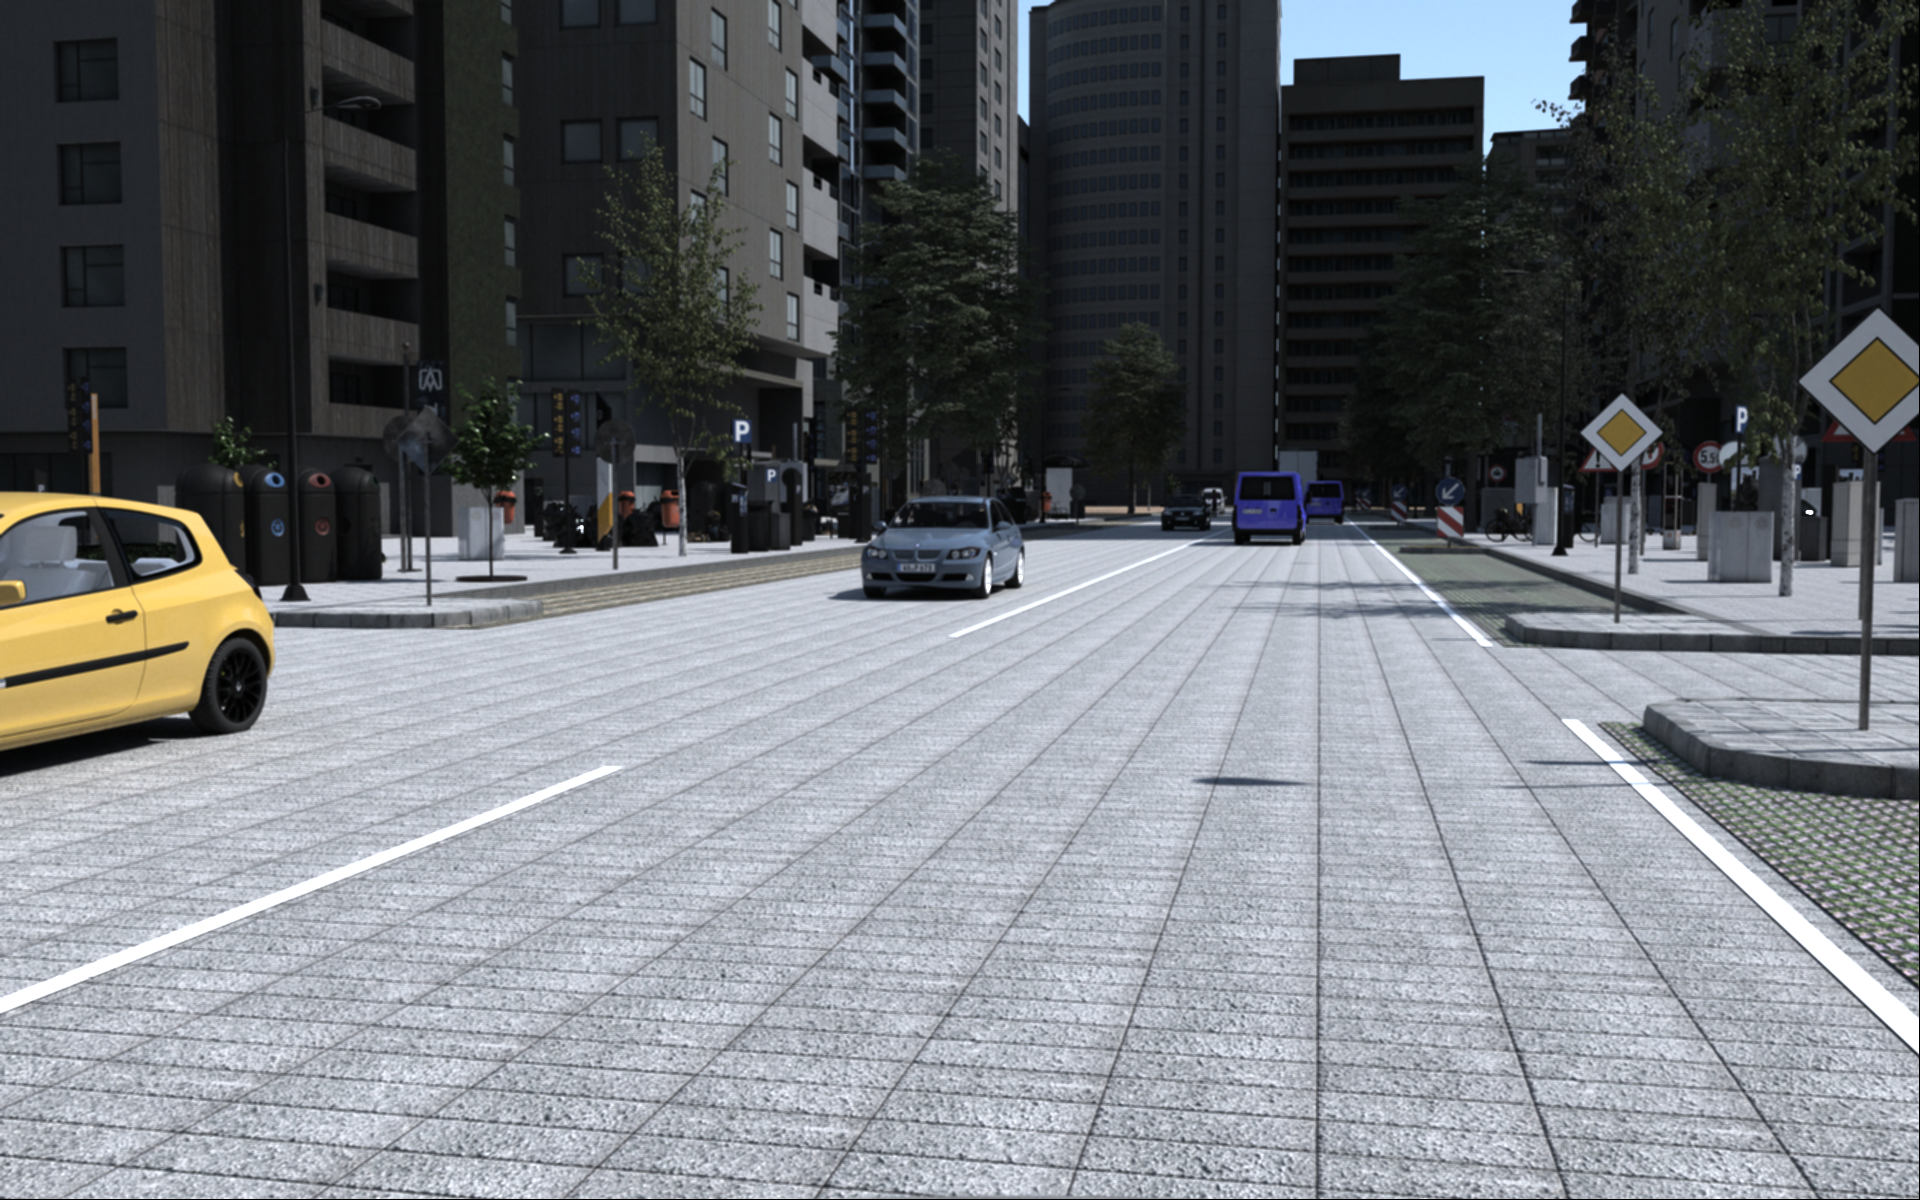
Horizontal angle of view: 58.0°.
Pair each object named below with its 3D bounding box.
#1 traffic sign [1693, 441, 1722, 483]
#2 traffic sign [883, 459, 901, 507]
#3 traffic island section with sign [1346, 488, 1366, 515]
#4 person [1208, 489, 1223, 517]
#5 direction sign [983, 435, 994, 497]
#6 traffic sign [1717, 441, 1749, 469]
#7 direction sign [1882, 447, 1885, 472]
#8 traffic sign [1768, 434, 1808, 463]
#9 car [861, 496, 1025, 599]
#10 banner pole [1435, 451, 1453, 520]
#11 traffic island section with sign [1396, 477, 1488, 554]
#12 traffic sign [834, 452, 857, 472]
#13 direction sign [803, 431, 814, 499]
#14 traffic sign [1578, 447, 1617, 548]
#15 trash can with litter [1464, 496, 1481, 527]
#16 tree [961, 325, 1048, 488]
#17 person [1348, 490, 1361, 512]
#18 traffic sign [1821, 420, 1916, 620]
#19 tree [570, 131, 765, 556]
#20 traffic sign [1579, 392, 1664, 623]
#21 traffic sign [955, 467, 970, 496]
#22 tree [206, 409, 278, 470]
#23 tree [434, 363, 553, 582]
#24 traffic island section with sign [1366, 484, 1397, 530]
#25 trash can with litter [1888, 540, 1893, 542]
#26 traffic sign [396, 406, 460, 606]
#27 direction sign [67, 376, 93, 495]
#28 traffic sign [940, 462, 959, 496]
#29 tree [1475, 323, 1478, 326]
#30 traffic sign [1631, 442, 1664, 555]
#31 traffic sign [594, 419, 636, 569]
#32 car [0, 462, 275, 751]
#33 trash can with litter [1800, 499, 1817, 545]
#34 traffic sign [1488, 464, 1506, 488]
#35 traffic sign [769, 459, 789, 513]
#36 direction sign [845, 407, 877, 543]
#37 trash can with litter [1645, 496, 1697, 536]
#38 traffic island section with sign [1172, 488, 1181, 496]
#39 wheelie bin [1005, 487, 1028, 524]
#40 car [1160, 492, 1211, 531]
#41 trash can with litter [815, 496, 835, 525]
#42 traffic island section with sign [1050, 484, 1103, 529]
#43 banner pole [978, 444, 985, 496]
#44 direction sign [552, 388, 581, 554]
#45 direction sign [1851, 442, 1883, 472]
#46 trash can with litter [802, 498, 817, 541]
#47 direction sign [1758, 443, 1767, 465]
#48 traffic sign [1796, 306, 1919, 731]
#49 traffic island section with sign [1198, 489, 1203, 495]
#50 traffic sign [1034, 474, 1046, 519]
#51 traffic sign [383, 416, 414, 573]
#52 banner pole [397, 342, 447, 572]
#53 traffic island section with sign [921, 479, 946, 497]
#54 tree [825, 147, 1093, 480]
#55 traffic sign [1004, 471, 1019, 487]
[{"bbox_3d":[18.079,-2.551,41.822,0.768,2.556,0.104,1,4,13],"label":"traffic sign"},{"bbox_3d":[-2.540,-3.879,63.532,0.768,2.556,0.104,1,4,15],"label":"traffic sign"},{"bbox_3d":[27.262,-6.621,116.881,1.989,1.847,2.006,1,4,12],"label":"traffic island section with sign"},{"bbox_3d":[15.754,-5.975,106.881,1.217,1.739,0.721,-3,4,-38],"label":"person"},{"bbox_3d":[1.098,-4.568,66.690,0.379,3.537,0.876,-2,4,-25],"label":"direction sign"},{"bbox_3d":[18.539,-2.532,41.496,0.768,2.556,0.104,1,4,21],"label":"traffic sign"},{"bbox_3d":[32.377,-4.257,61.606,0.876,3.537,0.379,2,4,34],"label":"direction sign"},{"bbox_3d":[17.177,-2.197,36.033,0.768,2.556,0.104,1,4,16],"label":"traffic sign"},{"bbox_3d":[-0.158,-0.815,25.320,2.014,1.417,4.499,1,4,11],"label":"car"},{"bbox_3d":[23.961,-5.848,85.639,0.863,3.779,0.401,1,4,20],"label":"banner pole"},{"bbox_3d":[11.713,-2.040,41.986,1.989,1.847,2.006,1,4,12],"label":"traffic island section with sign"},{"bbox_3d":[-3.484,-3.214,52.555,0.884,2.594,0.081,1,4,15],"label":"traffic sign"},{"bbox_3d":[-5.462,-4.318,62.602,0.379,3.537,0.876,-2,4,-29],"label":"direction sign"},{"bbox_3d":[15.264,-2.537,41.480,0.884,2.594,0.081,1,4,19],"label":"traffic sign"},{"bbox_3d":[19.822,-3.411,66.835,2.233,1.210,1.678,-3,4,-36],"label":"trash can with litter"},{"bbox_3d":[1.754,-7.448,72.137,4.737,8.622,4.395,0,3,0],"label":"tree"},{"bbox_3d":[30.688,-7.668,134.591,1.217,1.743,0.721,-1,4,-16],"label":"person"},{"bbox_3d":[9.202,-1.076,17.595,0.884,2.594,0.081,1,4,13],"label":"traffic sign"},{"bbox_3d":[-5.751,-5.196,35.320,4.737,8.622,4.395,0,3,0],"label":"tree"},{"bbox_3d":[6.535,-0.828,17.173,0.795,2.450,0.064,1,4,12],"label":"traffic sign"},{"bbox_3d":[0.081,-5.029,82.324,0.768,2.556,0.104,1,4,17],"label":"traffic sign"},{"bbox_3d":[-16.596,-2.727,39.189,1.663,3.219,1.824,0,3,0],"label":"tree"},{"bbox_3d":[-7.024,-1.904,25.740,1.663,3.219,1.824,0,3,0],"label":"tree"},{"bbox_3d":[17.309,-3.687,68.913,1.989,1.847,2.006,1,4,12],"label":"traffic island section with sign"},{"bbox_3d":[25.832,-2.133,45.924,2.233,1.210,1.678,1,4,19],"label":"trash can with litter"},{"bbox_3d":[-6.087,-0.989,19.805,0.795,2.450,0.064,1,4,12],"label":"traffic sign"},{"bbox_3d":[-17.068,-2.547,33.643,0.876,3.537,0.379,3,4,37],"label":"direction sign"},{"bbox_3d":[-0.424,-4.141,67.805,0.768,2.556,0.104,1,4,14],"label":"traffic sign"},{"bbox_3d":[16.701,-6.056,49.379,4.360,8.622,3.978,0,3,0],"label":"tree"},{"bbox_3d":[14.269,-2.206,36.168,0.768,2.556,0.104,1,4,16],"label":"traffic sign"},{"bbox_3d":[-5.866,-1.793,29.416,0.768,2.556,0.104,1,4,14],"label":"traffic sign"},{"bbox_3d":[-5.421,0.063,9.190,2.015,1.641,3.980,1,4,12],"label":"car"},{"bbox_3d":[19.181,-1.693,39.064,0.624,1.170,1.055,-1,4,-10],"label":"trash can with litter"},{"bbox_3d":[22.937,-4.521,74.024,0.768,2.556,0.104,1,4,15],"label":"traffic sign"},{"bbox_3d":[-5.216,-2.929,50.014,0.606,2.300,0.079,1,4,14],"label":"traffic sign"},{"bbox_3d":[-2.590,-3.270,45.461,0.876,3.537,0.379,-2,4,-24],"label":"direction sign"},{"bbox_3d":[22.231,-2.629,54.036,2.233,1.210,1.678,1,4,9],"label":"trash can with litter"},{"bbox_3d":[15.040,-6.818,120.097,1.989,1.847,2.006,1,4,12],"label":"traffic island section with sign"},{"bbox_3d":[2.395,-4.039,73.948,0.980,1.594,0.693,-2,4,-29],"label":"wheelie bin"},{"bbox_3d":[8.962,-3.592,68.515,2.009,1.686,4.222,1,4,12],"label":"car"},{"bbox_3d":[-6.131,-3.687,71.332,2.233,1.210,1.678,-1,4,-17],"label":"trash can with litter"},{"bbox_3d":[4.807,-3.803,70.805,1.989,1.847,2.006,1,4,12],"label":"traffic island section with sign"},{"bbox_3d":[0.837,-4.833,69.038,0.401,3.779,0.863,2,4,26],"label":"banner pole"},{"bbox_3d":[-8.456,-2.769,37.268,0.379,3.537,0.876,2,4,28],"label":"direction sign"},{"bbox_3d":[22.630,-3.151,43.513,0.379,3.537,0.876,0,4,-2],"label":"direction sign"},{"bbox_3d":[-4.404,-2.176,46.968,1.055,1.170,0.624,0,4,-8],"label":"trash can with litter"},{"bbox_3d":[35.523,-5.168,76.488,0.876,3.537,0.379,-2,4,-26],"label":"direction sign"},{"bbox_3d":[4.911,-0.349,9.354,0.795,2.450,0.064,1,4,12],"label":"traffic sign"},{"bbox_3d":[20.588,-8.449,146.776,1.989,1.847,2.006,1,4,12],"label":"traffic island section with sign"},{"bbox_3d":[4.057,-5.245,87.892,0.606,2.300,0.079,1,4,17],"label":"traffic sign"},{"bbox_3d":[-9.064,-1.715,28.148,0.768,2.556,0.104,1,4,19],"label":"traffic sign"},{"bbox_3d":[-8.902,-2.364,28.668,0.863,3.779,0.401,0,4,-6],"label":"banner pole"},{"bbox_3d":[-0.729,-2.173,44.149,1.989,1.847,2.006,1,4,12],"label":"traffic island section with sign"},{"bbox_3d":[-0.430,-8.505,57.184,7.486,12.596,7.792,0,3,0],"label":"tree"},{"bbox_3d":[2.586,-5.261,87.203,0.795,2.450,0.064,1,4,16],"label":"traffic sign"}]
